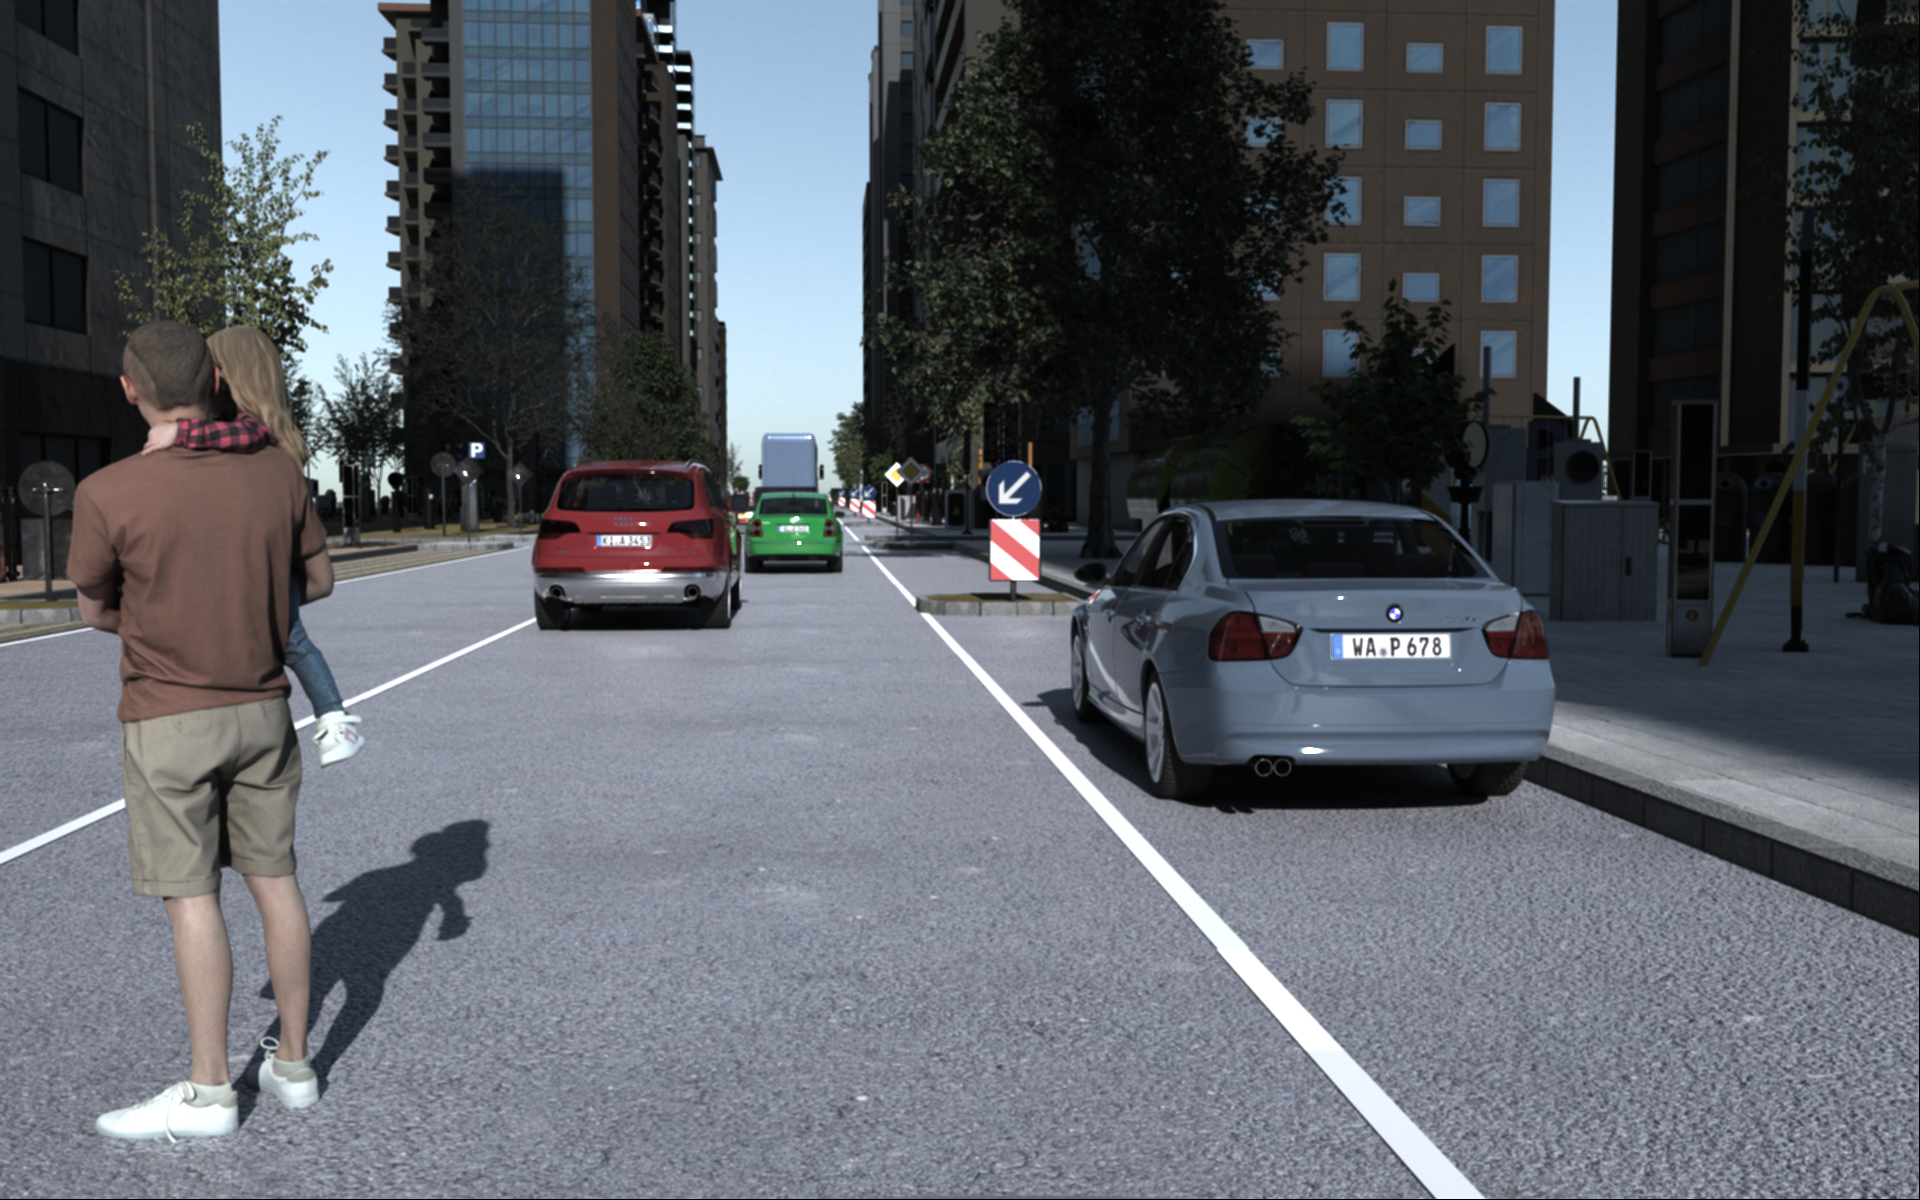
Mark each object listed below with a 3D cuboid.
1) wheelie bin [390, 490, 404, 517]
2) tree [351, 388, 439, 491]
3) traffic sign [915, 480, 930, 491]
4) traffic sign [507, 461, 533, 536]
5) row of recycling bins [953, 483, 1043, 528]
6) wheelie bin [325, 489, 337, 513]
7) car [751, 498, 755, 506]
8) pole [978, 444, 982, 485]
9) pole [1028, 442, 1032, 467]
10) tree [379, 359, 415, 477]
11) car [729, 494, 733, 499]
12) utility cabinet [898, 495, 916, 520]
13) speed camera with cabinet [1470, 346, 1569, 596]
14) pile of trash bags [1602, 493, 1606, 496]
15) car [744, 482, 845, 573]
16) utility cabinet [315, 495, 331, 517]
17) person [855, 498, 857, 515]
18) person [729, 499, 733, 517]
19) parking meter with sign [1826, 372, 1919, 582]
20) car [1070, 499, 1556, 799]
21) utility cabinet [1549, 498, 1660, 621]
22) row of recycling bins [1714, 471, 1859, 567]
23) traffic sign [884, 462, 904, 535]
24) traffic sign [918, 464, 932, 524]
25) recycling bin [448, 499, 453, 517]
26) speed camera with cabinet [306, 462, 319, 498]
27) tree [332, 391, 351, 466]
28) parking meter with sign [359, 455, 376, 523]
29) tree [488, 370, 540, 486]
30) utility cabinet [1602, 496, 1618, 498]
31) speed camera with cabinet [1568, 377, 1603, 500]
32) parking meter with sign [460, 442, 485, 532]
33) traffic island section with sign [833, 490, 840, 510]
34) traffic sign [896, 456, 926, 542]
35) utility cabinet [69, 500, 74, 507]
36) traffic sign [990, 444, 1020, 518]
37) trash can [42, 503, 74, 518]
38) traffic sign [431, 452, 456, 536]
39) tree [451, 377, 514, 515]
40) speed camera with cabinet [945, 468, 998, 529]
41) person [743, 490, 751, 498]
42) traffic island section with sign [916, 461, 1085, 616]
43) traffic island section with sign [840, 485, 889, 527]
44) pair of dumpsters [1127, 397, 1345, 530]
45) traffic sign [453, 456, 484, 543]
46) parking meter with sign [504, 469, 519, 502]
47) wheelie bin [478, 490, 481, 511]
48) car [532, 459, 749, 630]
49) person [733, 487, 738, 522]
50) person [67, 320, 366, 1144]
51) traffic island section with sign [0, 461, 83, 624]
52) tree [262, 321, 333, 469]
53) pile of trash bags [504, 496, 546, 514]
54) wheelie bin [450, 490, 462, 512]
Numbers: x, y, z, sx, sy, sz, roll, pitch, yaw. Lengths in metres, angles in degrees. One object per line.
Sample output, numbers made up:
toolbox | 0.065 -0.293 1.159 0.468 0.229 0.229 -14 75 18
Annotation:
wheelie bin | -31.093 -5.376 95.803 0.693 1.594 0.980 -2 4 -30
tree | -36.754 -10.000 113.858 4.360 8.622 3.978 0 3 0
traffic sign | -1.861 -5.003 81.807 0.884 2.594 0.081 0 3 0
traffic sign | -13.472 -3.024 53.086 0.795 2.450 0.064 0 4 -5
row of recycling bins | 1.388 -3.530 64.831 3.534 1.692 1.069 1 4 17
wheelie bin | -43.353 -6.810 119.250 0.980 1.594 0.693 3 4 36
car | -17.237 -8.757 152.210 2.155 1.783 4.494 0 4 -6
pole | 0.815 -4.660 70.039 0.158 3.312 0.155 0 3 0
pole | 2.751 -4.549 68.211 0.158 3.312 0.155 0 3 0
tree | -30.882 -8.478 88.984 4.737 8.622 4.395 0 3 0
car | -24.926 -11.138 191.699 1.945 1.707 3.694 0 4 -6
utility cabinet | -2.602 -4.528 85.200 1.020 1.237 0.306 1 4 12
speed camera with cabinet | 7.233 -1.729 22.605 0.660 3.252 2.038 0 4 2
pile of trash bags | 41.717 -6.077 109.118 3.447 1.369 1.912 -1 4 -9
car | -3.144 -1.472 32.862 1.959 1.807 4.718 0 4 -5
utility cabinet | -35.475 -5.219 96.486 0.306 1.237 1.020 1 4 19
person | -7.012 -6.307 115.895 0.425 1.301 0.394 1 4 13
person | -8.699 -3.190 65.340 0.352 1.250 0.332 -3 4 -36
parking meter with sign | 13.529 -1.770 25.205 1.738 3.016 0.543 -1 4 -11
car | 1.690 0.155 9.474 2.014 1.417 4.499 0 4 -4
utility cabinet | 6.546 -0.394 17.596 1.020 1.237 0.306 0 4 -6
row of recycling bins | 15.337 -1.515 31.882 1.069 1.692 3.534 -2 4 -33
traffic sign | -1.967 -3.082 54.025 0.795 2.450 0.064 0 4 -5
traffic sign | -1.574 -4.516 73.949 0.768 2.556 0.104 0 4 -1
recycling bin | -29.122 -5.229 98.042 0.722 1.027 0.722 -2 4 -26
speed camera with cabinet | -39.467 -6.741 104.543 0.660 3.252 2.038 0 4 7
tree | -41.091 -9.633 107.860 4.360 8.622 3.978 0 3 0
parking meter with sign | -26.974 -5.031 78.511 0.543 3.016 1.738 -2 4 -33
tree | -23.237 -8.911 96.054 4.360 8.622 3.978 0 3 0
utility cabinet | 25.796 -3.564 69.431 0.306 1.237 1.020 -3 5 -42
speed camera with cabinet | 9.736 -2.135 29.247 2.038 3.252 0.660 0 4 4
parking meter with sign | -16.621 -3.826 58.816 0.543 3.016 1.738 -2 4 -30
traffic island section with sign | -6.417 -5.810 103.628 1.989 1.847 2.006 0 4 -5
traffic sign | -1.300 -2.595 46.068 0.795 2.450 0.064 0 4 -5
utility cabinet | -15.144 -1.171 30.308 1.020 1.237 0.306 -1 4 -18
traffic sign | 1.131 -2.678 43.895 0.768 2.556 0.104 0 4 -4
trash can | -14.613 -1.014 28.233 0.748 1.137 0.748 0 3 0
traffic sign | -15.686 -3.211 52.600 0.768 2.556 0.104 0 4 -2
tree | -29.479 -9.569 106.813 4.737 8.622 4.395 0 3 0
speed camera with cabinet | 0.489 -4.194 62.901 2.038 3.252 0.660 1 4 18
person | -22.322 -10.494 180.037 1.348 1.831 0.705 -2 4 -27
traffic island section with sign | 0.472 -0.774 21.290 1.989 1.847 2.006 0 4 -5
traffic island section with sign | -4.174 -4.167 76.766 1.989 1.847 2.006 0 4 -5
pair of dumpsters | 3.036 -1.035 19.423 1.574 2.255 4.437 0 4 -5
traffic sign | -12.806 -2.537 45.129 0.795 2.450 0.064 0 4 -5
parking meter with sign | -30.097 -7.435 117.829 1.738 3.016 0.543 2 4 24
wheelie bin | -35.222 -7.244 126.339 0.980 1.594 0.693 -1 4 -13
car | -3.588 -0.685 19.873 2.281 1.827 5.304 0 4 -5
person | -11.808 -4.924 89.218 0.699 1.804 1.509 3 4 36
person | -1.701 0.272 4.021 0.573 1.828 0.580 0 4 -6
traffic island section with sign | -10.733 -0.693 19.966 1.989 1.847 2.006 0 4 -5
tree | -30.312 -7.600 74.625 4.360 8.622 3.978 0 3 0
pile of trash bags | -25.581 -5.660 102.295 3.447 1.369 1.912 3 5 40
wheelie bin | -36.254 -7.157 124.932 0.693 1.594 0.980 2 4 31
